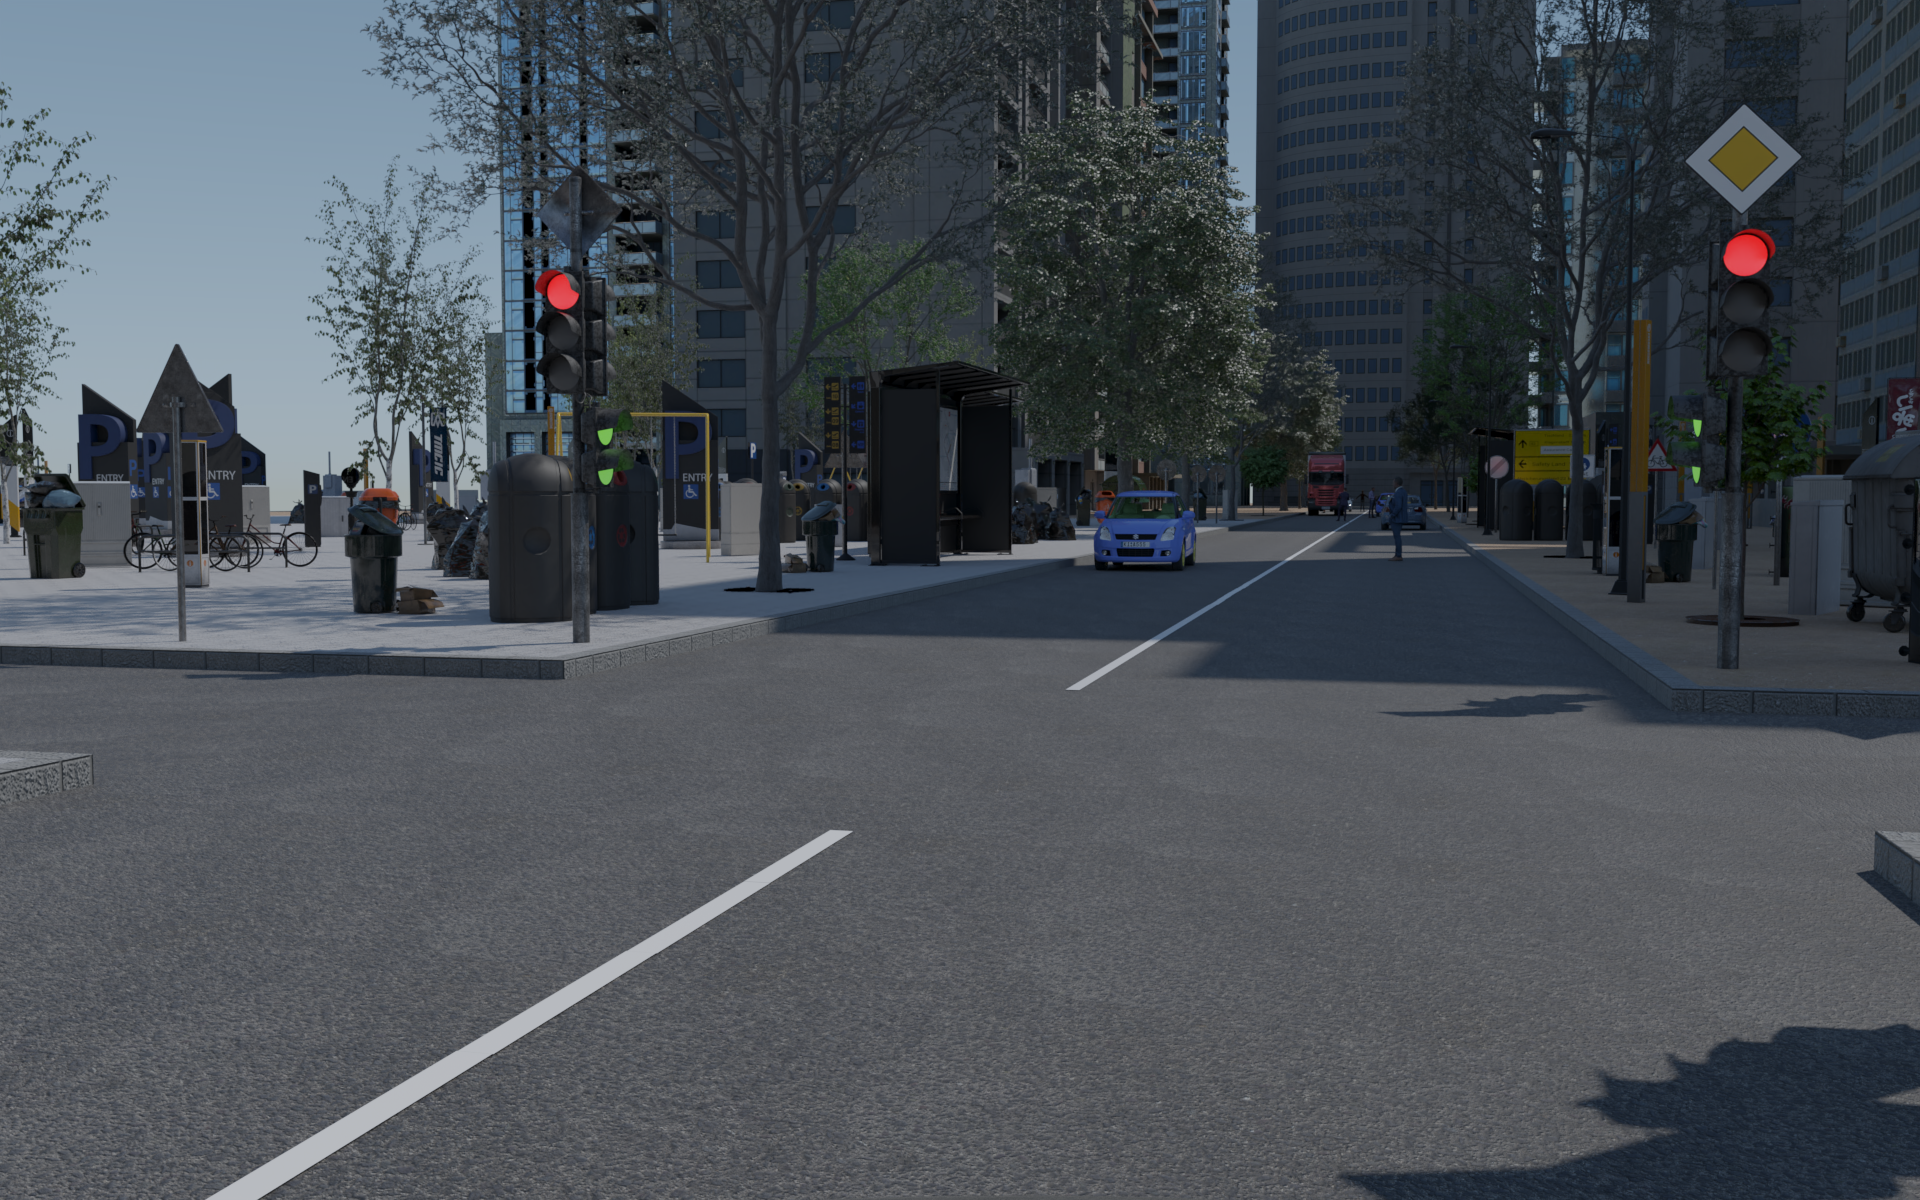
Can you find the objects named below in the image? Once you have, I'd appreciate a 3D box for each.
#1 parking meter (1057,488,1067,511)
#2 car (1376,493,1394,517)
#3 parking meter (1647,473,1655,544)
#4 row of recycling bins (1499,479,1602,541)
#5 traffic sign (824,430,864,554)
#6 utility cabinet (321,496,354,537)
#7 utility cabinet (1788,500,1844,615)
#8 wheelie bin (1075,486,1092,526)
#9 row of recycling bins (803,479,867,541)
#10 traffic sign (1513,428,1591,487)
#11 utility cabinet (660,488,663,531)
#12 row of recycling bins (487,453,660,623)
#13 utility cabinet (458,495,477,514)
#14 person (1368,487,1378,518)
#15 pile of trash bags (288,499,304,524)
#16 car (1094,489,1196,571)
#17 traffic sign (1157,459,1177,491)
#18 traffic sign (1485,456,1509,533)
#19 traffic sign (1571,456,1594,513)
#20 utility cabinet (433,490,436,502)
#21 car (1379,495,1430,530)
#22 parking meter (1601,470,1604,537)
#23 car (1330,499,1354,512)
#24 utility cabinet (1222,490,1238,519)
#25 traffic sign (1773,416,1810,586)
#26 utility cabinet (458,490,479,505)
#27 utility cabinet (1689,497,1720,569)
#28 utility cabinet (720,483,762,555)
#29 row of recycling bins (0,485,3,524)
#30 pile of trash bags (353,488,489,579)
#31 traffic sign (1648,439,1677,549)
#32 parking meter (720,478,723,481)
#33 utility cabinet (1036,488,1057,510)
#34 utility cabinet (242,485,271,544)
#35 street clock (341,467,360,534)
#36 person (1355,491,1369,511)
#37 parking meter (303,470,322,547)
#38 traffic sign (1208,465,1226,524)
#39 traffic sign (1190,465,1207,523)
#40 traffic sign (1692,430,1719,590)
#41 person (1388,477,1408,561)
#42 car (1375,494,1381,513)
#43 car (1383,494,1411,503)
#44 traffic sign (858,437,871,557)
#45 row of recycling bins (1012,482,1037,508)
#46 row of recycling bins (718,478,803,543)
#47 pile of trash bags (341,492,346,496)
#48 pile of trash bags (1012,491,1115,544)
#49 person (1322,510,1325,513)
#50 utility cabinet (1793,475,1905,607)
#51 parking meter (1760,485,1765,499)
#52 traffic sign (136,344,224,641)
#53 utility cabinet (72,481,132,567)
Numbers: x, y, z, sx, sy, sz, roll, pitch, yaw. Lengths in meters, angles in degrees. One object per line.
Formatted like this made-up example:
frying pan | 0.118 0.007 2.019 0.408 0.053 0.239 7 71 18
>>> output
parking meter | 3.979 -3.623 67.647 0.372 1.533 0.369 0 3 0
car | 27.365 -6.162 110.334 1.945 1.707 3.694 1 4 13
parking meter | 17.558 -2.363 44.352 0.399 1.863 0.255 0 4 -4
row of recycling bins | 16.709 -2.489 47.809 3.534 1.692 1.069 0 4 -3
traffic sign | -2.356 -2.142 35.029 0.884 2.594 0.081 1 4 21
utility cabinet | -18.600 -2.472 51.584 1.020 1.237 0.306 -1 4 -21
utility cabinet | 9.254 -0.464 18.742 0.306 1.237 1.020 3 5 40
wheelie bin | 4.973 -3.781 69.721 0.693 1.594 0.980 0 4 2
row of recycling bins | -3.245 -2.463 47.391 3.534 1.692 1.069 1 4 20
traffic sign | 18.474 -3.685 54.123 2.265 3.308 0.079 1 4 21
utility cabinet | -9.930 -3.086 59.134 0.318 1.500 1.173 0 4 8
row of recycling bins | -4.185 -0.719 18.862 1.069 1.692 3.534 1 4 9
utility cabinet | -23.527 -4.358 82.422 1.020 1.237 0.306 -1 4 -9
person | 24.611 -5.785 102.959 0.599 1.838 0.709 3 4 37
pile of trash bags | -27.864 -4.068 76.260 1.912 1.369 3.447 1 4 16
car | 3.621 -1.469 33.606 1.945 1.707 3.694 1 4 12
traffic sign | 7.582 -3.890 63.708 0.768 2.556 0.104 2 4 24
traffic sign | 17.785 -3.506 57.423 0.768 2.556 0.104 1 4 22
traffic sign | 16.256 -2.639 45.277 0.606 2.300 0.079 1 4 16
utility cabinet | -25.388 -4.593 83.782 1.173 1.500 0.318 -3 5 -44
car | 17.968 -3.550 70.050 2.014 1.417 4.499 1 4 15
parking meter | 15.952 -2.252 42.524 0.255 1.863 0.399 -1 4 -15
car | 30.986 -7.881 140.854 2.014 1.417 4.499 1 4 13
utility cabinet | 13.604 -4.809 87.309 0.318 1.500 1.173 2 4 33
traffic sign | 11.452 -1.474 24.213 0.768 2.556 0.104 1 4 23
utility cabinet | -25.438 -4.932 89.309 1.173 1.500 0.318 -1 4 -15
utility cabinet | 12.815 -1.147 29.912 0.306 1.237 1.020 2 4 33
utility cabinet | -4.474 -1.679 36.124 0.318 1.500 1.173 3 4 38
row of recycling bins | -41.904 -4.096 74.089 1.069 1.692 3.534 1 4 10
pile of trash bags | -7.435 -1.028 26.563 3.447 1.369 1.912 -2 4 -25
traffic sign | 16.352 -2.488 40.676 0.884 2.594 0.081 1 4 16
parking meter | -8.928 -3.548 63.729 0.399 1.863 0.255 1 4 16
utility cabinet | 2.681 -3.081 59.057 1.173 1.500 0.318 -1 4 -12
utility cabinet | -18.165 -2.163 44.045 0.318 1.500 1.173 3 5 40
street clock | -16.241 -2.548 46.233 0.471 2.002 0.358 0 4 -7
person | 33.335 -8.199 143.374 1.217 1.723 0.721 1 4 21
parking meter | -15.656 -2.214 41.911 0.399 1.863 0.255 -2 4 -28
traffic sign | 11.174 -4.604 75.377 0.768 2.556 0.104 1 4 17
traffic sign | 10.481 -4.662 76.327 0.768 2.556 0.104 1 4 17
traffic sign | 10.137 -1.348 23.218 0.795 2.450 0.064 1 4 20
person | 9.380 -1.737 37.082 0.419 1.800 0.721 1 4 19
car | 32.616 -7.491 132.263 2.009 1.686 4.222 1 4 15
car | 26.131 -5.651 102.616 2.015 1.641 3.980 1 4 13
traffic sign | -1.821 -2.147 35.114 0.884 2.594 0.081 2 4 24
row of recycling bins | 0.812 -3.092 57.669 3.534 1.692 1.069 0 4 0
row of recycling bins | -5.974 -2.312 44.916 3.534 1.692 1.069 -2 4 -29
pile of trash bags | -8.823 -1.248 30.159 3.447 1.369 1.912 1 4 8
pile of trash bags | 2.698 -2.363 48.385 3.447 1.369 1.912 -1 4 -13
person | 27.293 -7.432 130.021 0.705 1.824 1.348 1 4 22
utility cabinet | 10.181 -0.683 19.840 0.318 1.500 1.173 -3 5 -42
parking meter | 37.993 -4.682 82.261 0.399 1.863 0.255 -1 4 -22
traffic sign | -6.774 -0.918 15.018 0.884 2.594 0.081 1 4 16
utility cabinet | -15.042 -1.308 30.068 1.173 1.500 0.318 -2 4 -25
